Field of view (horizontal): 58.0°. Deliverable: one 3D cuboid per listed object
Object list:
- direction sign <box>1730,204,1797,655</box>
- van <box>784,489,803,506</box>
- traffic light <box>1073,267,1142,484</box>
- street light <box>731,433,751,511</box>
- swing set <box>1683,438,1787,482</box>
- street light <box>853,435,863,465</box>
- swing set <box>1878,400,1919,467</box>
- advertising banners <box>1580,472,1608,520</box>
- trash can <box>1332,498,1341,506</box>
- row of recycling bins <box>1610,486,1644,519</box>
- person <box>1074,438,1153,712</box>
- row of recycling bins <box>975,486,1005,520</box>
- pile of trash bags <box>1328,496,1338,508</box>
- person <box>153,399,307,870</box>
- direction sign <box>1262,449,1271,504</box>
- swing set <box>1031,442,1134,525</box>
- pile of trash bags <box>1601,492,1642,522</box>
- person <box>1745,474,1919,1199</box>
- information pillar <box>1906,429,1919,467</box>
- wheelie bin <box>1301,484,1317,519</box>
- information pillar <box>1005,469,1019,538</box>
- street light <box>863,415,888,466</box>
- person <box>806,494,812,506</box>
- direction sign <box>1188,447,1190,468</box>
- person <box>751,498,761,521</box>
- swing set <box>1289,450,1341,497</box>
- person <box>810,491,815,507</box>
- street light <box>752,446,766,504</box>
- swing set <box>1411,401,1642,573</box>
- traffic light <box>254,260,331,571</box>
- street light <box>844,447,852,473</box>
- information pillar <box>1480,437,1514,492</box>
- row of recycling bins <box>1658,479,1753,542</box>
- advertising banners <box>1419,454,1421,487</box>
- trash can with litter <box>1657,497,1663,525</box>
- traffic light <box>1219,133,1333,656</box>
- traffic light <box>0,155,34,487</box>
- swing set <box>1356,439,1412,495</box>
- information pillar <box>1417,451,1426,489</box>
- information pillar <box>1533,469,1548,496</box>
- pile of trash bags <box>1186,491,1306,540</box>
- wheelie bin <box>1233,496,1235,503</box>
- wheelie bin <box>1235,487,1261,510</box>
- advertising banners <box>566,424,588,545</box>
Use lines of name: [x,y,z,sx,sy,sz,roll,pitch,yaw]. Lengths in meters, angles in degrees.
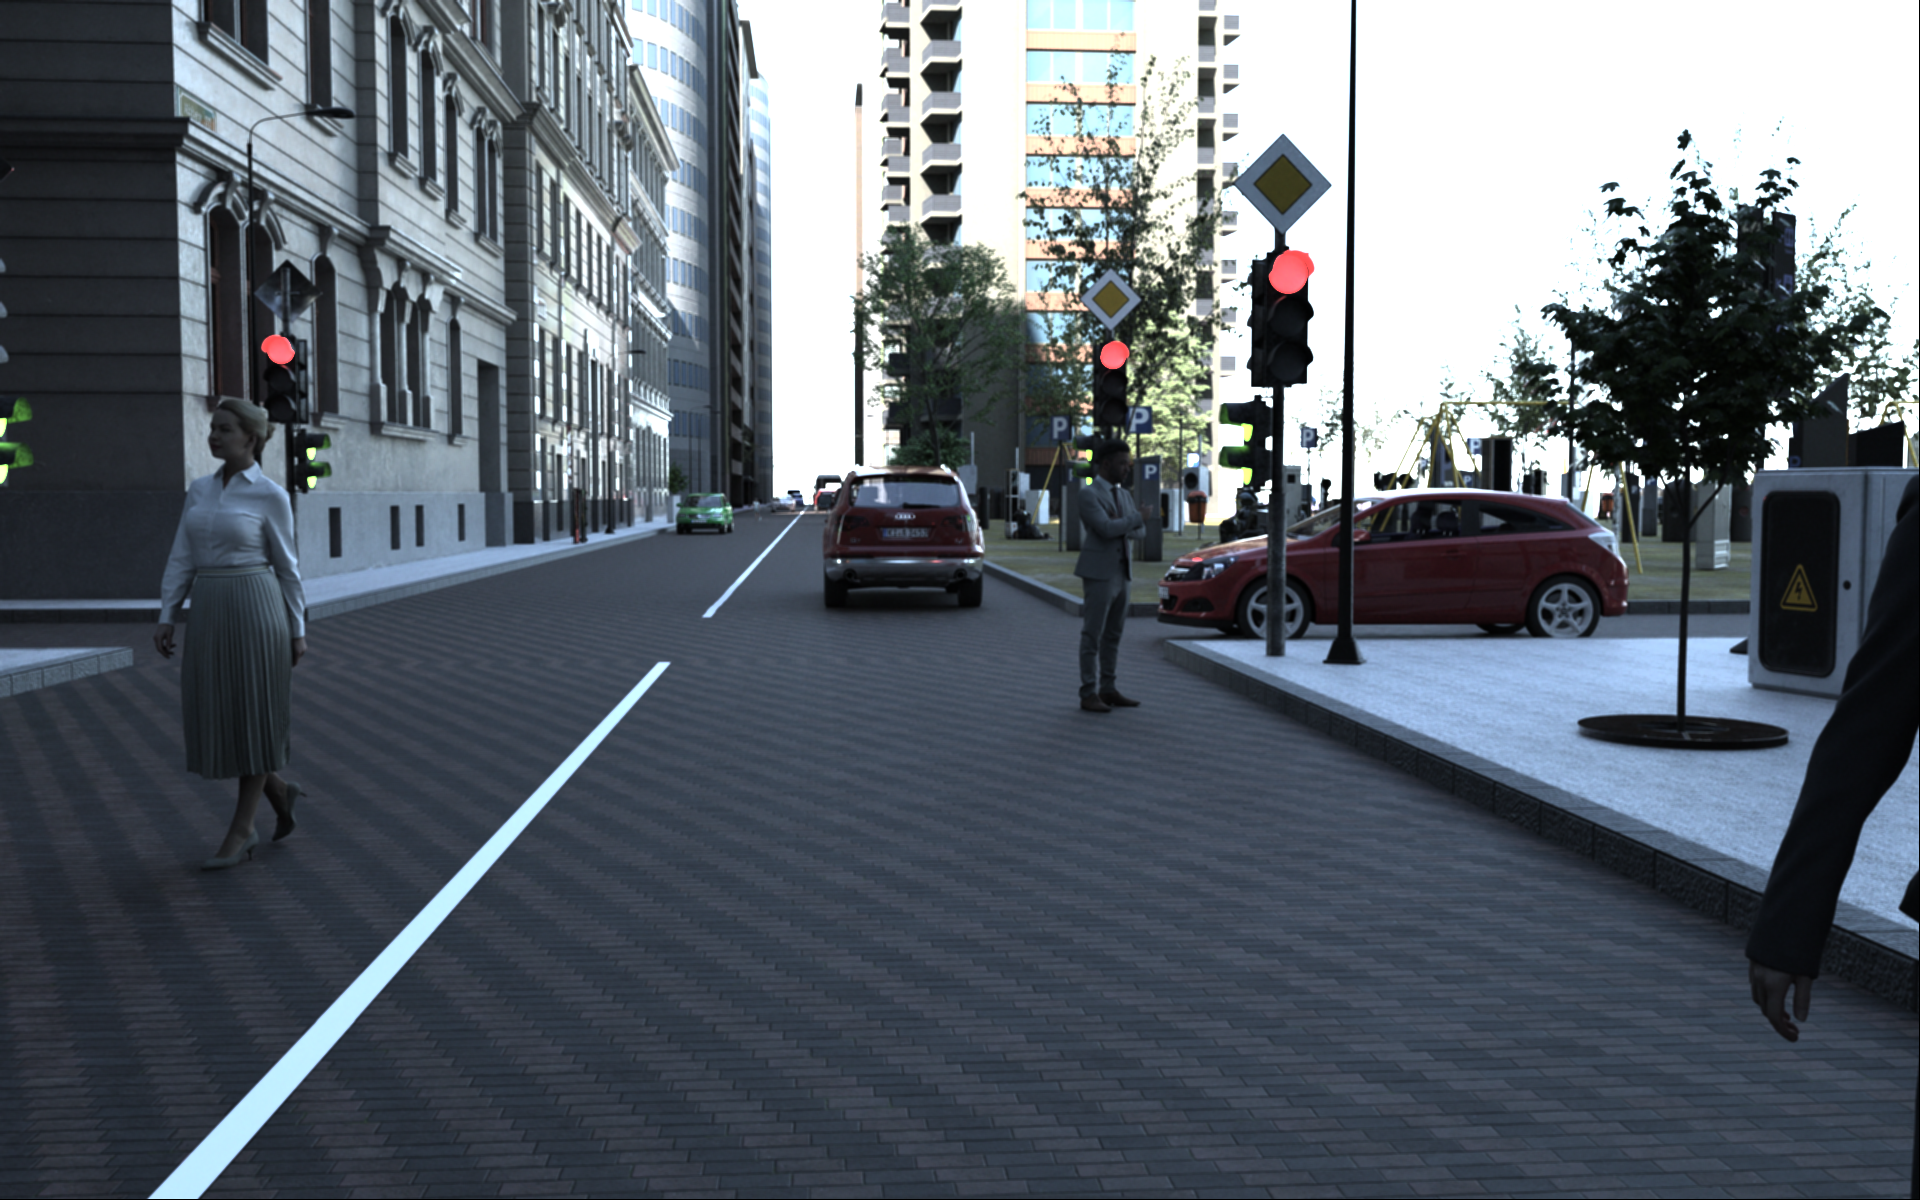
direction sign: [6.418,-1.338,13.869,0.876,3.537,0.379,-3,4,-38]
van: [-19.868,-12.396,207.060,2.240,2.365,5.245,0,4,-6]
traffic light: [1.844,-1.999,21.611,0.839,4.253,0.868,0,4,-5]
street light: [-16.909,-9.766,132.217,1.470,5.913,1.316,0,4,-5]
swing set: [22.637,-3.202,49.969,2.862,2.851,3.119,0,4,-5]
street light: [-7.606,-10.071,137.209,1.470,5.913,1.316,0,4,-5]
swing set: [17.042,-1.936,29.278,3.119,2.851,2.862,-1,4,-12]
advertising banners: [31.542,-5.531,86.626,2.074,3.025,0.090,-1,4,-15]
trash can: [12.917,-2.863,58.467,0.748,1.137,0.748,0,3,0]
row of recycling bins: [34.764,-4.930,87.717,3.534,1.692,1.069,2,4,32]
person: [1.035,-0.173,11.513,0.466,1.800,0.511,2,4,27]
row of recycling bins: [1.810,-4.981,88.558,1.069,1.692,3.534,-2,4,-27]
pile of trash bags: [21.357,-5.145,93.868,3.447,1.369,1.912,1,4,12]
person: [-2.820,0.115,6.846,0.478,1.798,0.641,1,4,20]
direction sign: [15.298,-5.832,87.353,0.379,3.537,0.876,-3,5,-45]
swing set: [3.949,-3.360,52.557,2.862,2.851,3.119,-3,4,-38]
pile of trash bags: [30.589,-4.161,77.789,3.447,1.369,1.912,2,4,25]
person: [1.291,0.420,2.060,0.576,1.772,0.534,-1,4,-16]
information pillar: [34.140,-4.324,62.058,0.504,3.616,0.183,0,4,-8]
wheelie bin: [10.410,-2.752,52.903,0.980,1.594,0.693,1,4,13]
information pillar: [1.530,-2.851,51.099,0.304,2.012,0.304,-2,4,-31]
street light: [-4.801,-7.904,101.768,1.470,5.913,1.316,0,4,-5]
person: [-17.824,-11.824,205.088,1.065,1.426,0.557,3,5,44]
direction sign: [10.966,-5.572,83.104,0.379,3.537,0.876,0,4,3]
person: [-10.999,-4.884,93.368,0.505,1.210,0.382,-1,4,-22]
swing set: [13.322,-3.919,61.703,3.119,2.851,2.862,0,4,-2]
person: [-16.327,-11.278,192.981,0.705,1.814,1.350,1,4,20]
street light: [-19.849,-11.941,167.770,1.470,5.913,1.316,0,4,-5]
swing set: [9.656,-1.936,29.274,3.119,2.851,2.862,0,4,-3]
traffic light: [-8.033,-1.950,20.796,0.839,4.253,0.868,0,4,-5]
street light: [-10.603,-12.249,172.805,1.470,5.913,1.316,0,4,-5]
information pillar: [6.903,-1.090,22.314,0.304,2.012,0.304,-1,4,-9]
row of recycling bins: [20.531,-2.422,46.709,3.534,1.692,1.069,-1,4,-15]
advertising banners: [18.516,-4.478,69.406,0.090,3.025,2.074,1,4,21]
trash can with litter: [29.307,-3.741,72.548,0.624,1.170,1.055,3,5,43]
traffic light: [2.490,-1.513,13.652,0.839,4.253,0.868,0,4,-5]
traffic light: [-7.387,-1.463,12.837,0.839,4.253,0.868,0,4,-5]
swing set: [9.183,-2.197,33.538,2.862,2.851,3.119,1,4,9]
information pillar: [25.295,-6.342,95.038,0.504,3.616,0.183,0,4,5]
information pillar: [17.257,-2.876,51.517,0.304,2.012,0.304,-3,4,-38]
pile of trash bags: [8.106,-2.406,49.097,3.447,1.369,1.912,0,4,-6]
wheelie bin: [12.449,-4.163,75.973,0.980,1.594,0.693,1,4,19]
wheelie bin: [10.394,-3.315,62.102,0.693,1.594,0.980,1,4,19]
advertising banners: [-9.850,-2.953,44.468,0.090,3.025,2.074,0,4,1]
